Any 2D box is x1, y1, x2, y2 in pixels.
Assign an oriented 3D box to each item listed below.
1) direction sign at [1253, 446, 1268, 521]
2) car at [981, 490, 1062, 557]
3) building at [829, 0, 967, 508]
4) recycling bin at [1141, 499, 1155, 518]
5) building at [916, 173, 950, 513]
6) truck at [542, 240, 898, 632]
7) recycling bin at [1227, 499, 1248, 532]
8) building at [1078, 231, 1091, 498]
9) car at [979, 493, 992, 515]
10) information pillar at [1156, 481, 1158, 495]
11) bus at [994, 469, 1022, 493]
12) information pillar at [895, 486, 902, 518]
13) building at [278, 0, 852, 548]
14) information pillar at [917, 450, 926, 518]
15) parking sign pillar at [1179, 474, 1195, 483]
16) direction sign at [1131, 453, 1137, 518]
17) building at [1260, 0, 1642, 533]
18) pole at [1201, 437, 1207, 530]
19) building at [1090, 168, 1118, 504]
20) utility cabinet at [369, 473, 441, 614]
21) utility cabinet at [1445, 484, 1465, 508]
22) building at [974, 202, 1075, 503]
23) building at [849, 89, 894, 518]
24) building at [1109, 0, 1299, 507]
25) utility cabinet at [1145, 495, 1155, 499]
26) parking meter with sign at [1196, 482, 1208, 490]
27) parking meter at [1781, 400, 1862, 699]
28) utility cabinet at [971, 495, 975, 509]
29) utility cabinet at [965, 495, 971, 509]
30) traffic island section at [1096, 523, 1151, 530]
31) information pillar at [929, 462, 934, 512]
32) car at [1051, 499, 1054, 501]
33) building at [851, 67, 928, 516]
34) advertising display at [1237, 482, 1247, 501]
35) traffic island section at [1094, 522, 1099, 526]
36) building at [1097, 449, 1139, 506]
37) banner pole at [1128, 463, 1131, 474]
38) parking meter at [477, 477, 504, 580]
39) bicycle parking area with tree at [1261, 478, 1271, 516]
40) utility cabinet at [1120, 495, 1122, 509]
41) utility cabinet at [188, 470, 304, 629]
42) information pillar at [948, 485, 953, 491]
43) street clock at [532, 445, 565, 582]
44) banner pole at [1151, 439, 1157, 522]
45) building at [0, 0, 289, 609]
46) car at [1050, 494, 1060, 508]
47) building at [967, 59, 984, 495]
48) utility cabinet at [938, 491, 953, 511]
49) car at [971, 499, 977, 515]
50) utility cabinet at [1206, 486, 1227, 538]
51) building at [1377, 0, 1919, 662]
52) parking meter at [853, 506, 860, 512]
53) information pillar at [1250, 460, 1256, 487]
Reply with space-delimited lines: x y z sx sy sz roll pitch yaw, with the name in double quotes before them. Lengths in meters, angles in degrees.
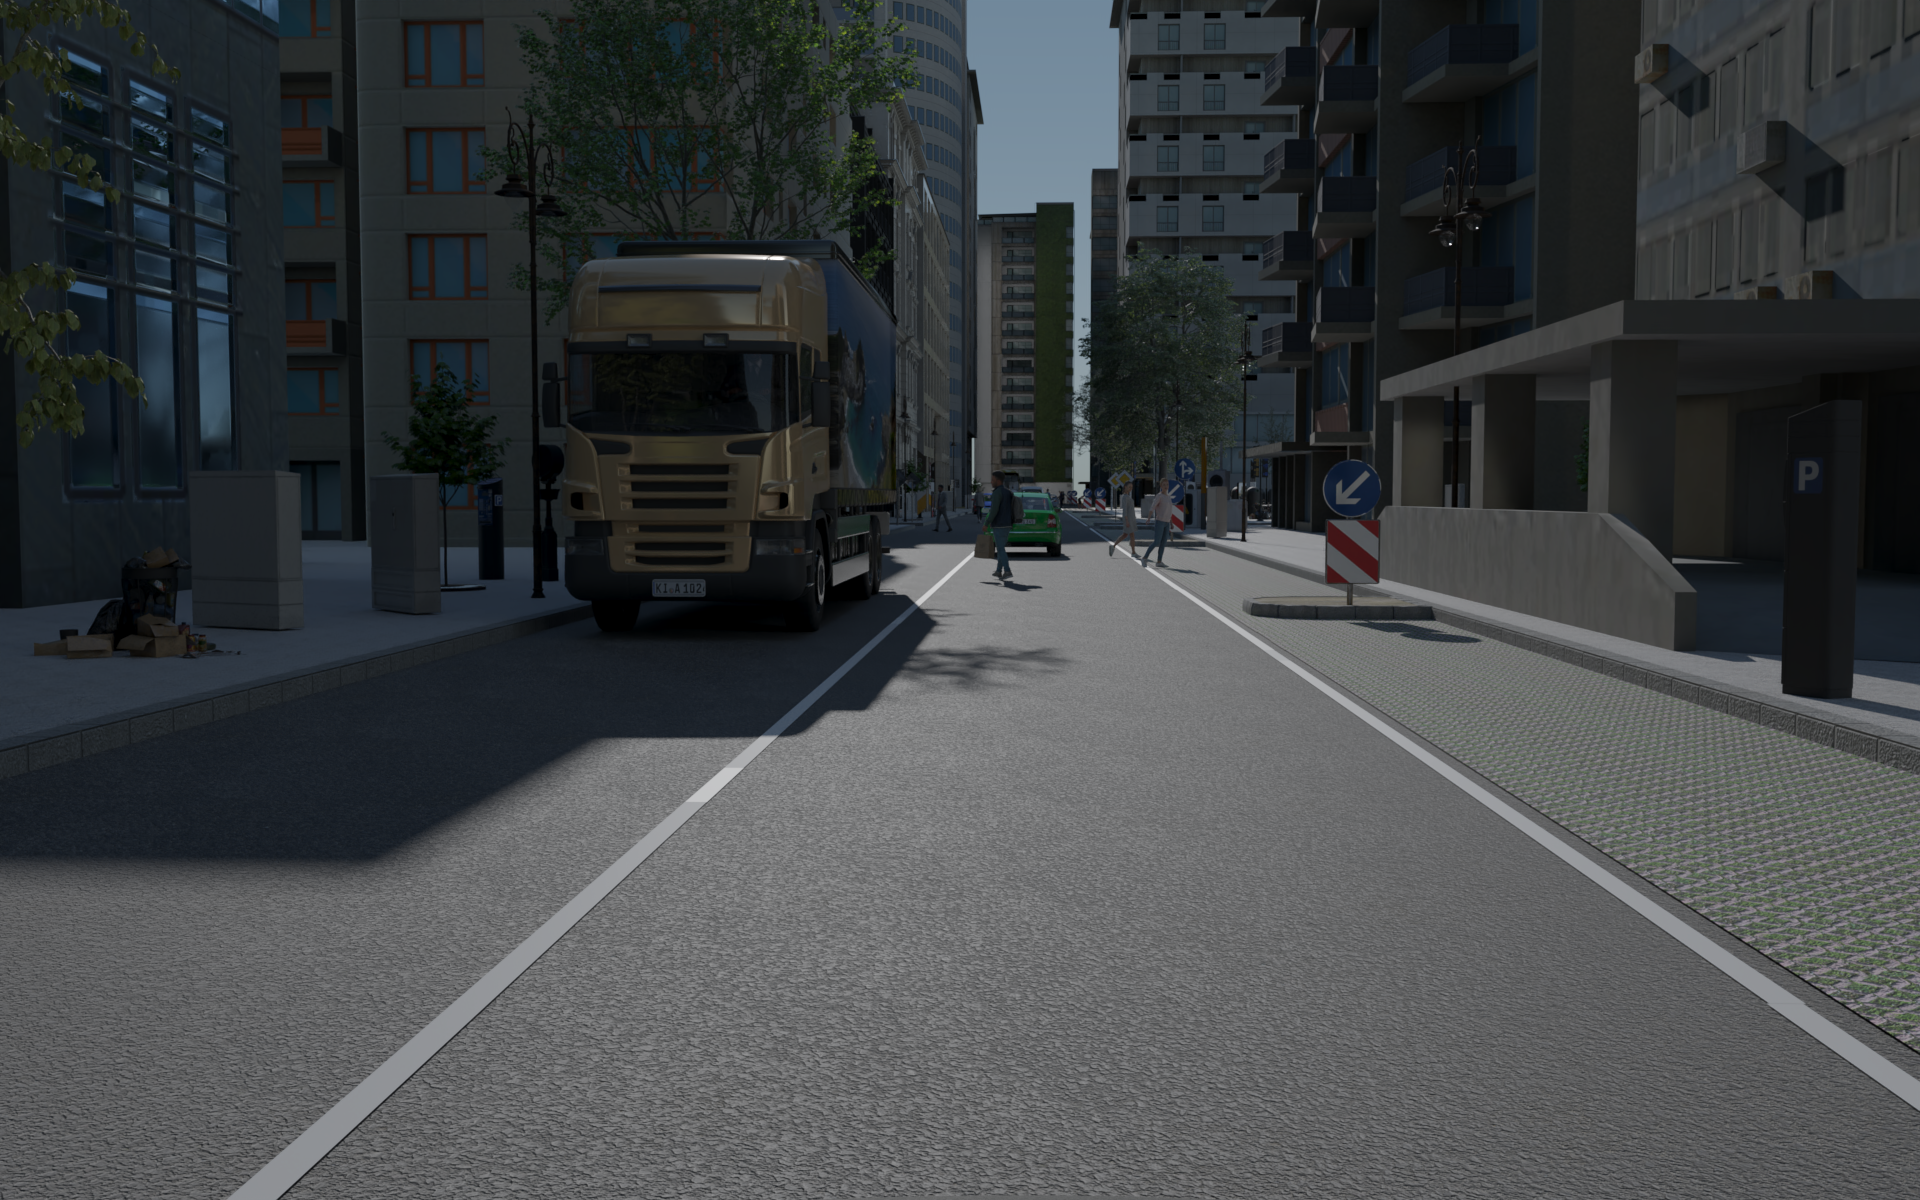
"direction sign" 14.190 -5.491 81.775 0.876 3.537 0.379 -2 4 -29
"car" 1.467 -1.975 41.086 1.959 1.807 4.718 0 4 1
"building" -10.412 -38.262 167.580 21.231 58.520 28.212 0 4 3
"recycling bin" 10.119 -4.920 92.996 0.722 1.027 0.722 1 4 15
"building" -11.309 -20.317 136.703 19.350 26.468 34.151 0 4 3
"truck" -2.464 -1.991 21.467 2.839 4.237 11.283 0 4 3
"recycling bin" 9.459 -2.860 59.310 0.722 1.027 0.722 1 4 14
"building" 31.472 -36.271 247.654 28.867 44.769 22.147 0 4 3
"car" 2.018 -6.217 111.241 1.945 1.707 3.694 0 4 1
"information pillar" 11.463 -5.837 99.932 0.304 2.012 0.304 -3 5 -42
"bus" 4.820 -11.329 176.774 2.896 3.916 12.252 0 4 2
"information pillar" -3.329 -5.471 93.947 0.304 2.012 0.304 2 4 31
"building" -19.310 -12.852 55.174 28.899 21.520 27.650 0 4 3
"information pillar" -2.028 -6.091 90.941 0.504 3.616 0.183 0 4 -5
"parking sign pillar" 18.431 -9.311 140.707 1.447 3.967 1.447 0 4 4
"direction sign" 9.435 -6.254 94.254 0.379 3.537 0.876 1 4 22
"building" 21.196 -24.390 53.401 22.147 44.769 28.867 0 4 3
"pole" 8.787 -4.194 62.419 0.158 3.312 0.155 0 3 0
"building" 23.508 -32.786 219.638 14.154 41.232 14.086 0 4 3
"utility cabinet" -6.028 -0.617 18.767 0.318 1.500 1.173 -3 5 -40
"utility cabinet" 10.619 -1.747 37.240 0.318 1.500 1.173 1 4 22
"building" 9.030 -34.324 244.787 14.086 41.232 14.154 0 4 3
"building" -10.147 -15.789 87.820 12.332 23.373 15.834 0 4 3
"building" 29.228 -35.354 167.276 28.713 52.752 27.495 0 4 3
"utility cabinet" 13.215 -6.647 119.841 0.306 1.237 1.020 -3 4 -37
"parking meter with sign" 15.497 -7.014 110.946 1.738 3.016 0.543 3 5 41
"parking meter" 5.452 -0.323 10.986 0.255 1.863 0.399 -1 4 -20
"utility cabinet" 1.058 -8.677 153.038 0.306 1.237 1.020 1 4 19
"utility cabinet" 0.587 -8.603 151.826 0.306 1.237 1.020 0 4 3
"traffic island section" 6.715 -2.953 70.555 2.009 0.180 2.903 0 4 3
"information pillar" -1.950 -7.985 121.915 0.504 3.616 0.183 -1 4 -16
"car" 5.551 -6.768 122.453 2.131 1.459 4.920 0 4 4
"building" -9.559 -19.567 107.313 14.401 28.519 23.554 0 4 3
"advertising display" 15.421 -5.479 94.790 0.123 1.923 0.974 3 4 36
"traffic island section" 7.083 -3.440 78.532 2.009 0.180 2.903 0 4 3
"building" 27.320 -53.999 195.556 22.319 86.520 31.000 0 4 3
"banner pole" 13.598 -9.172 139.972 0.401 3.779 0.863 -2 4 -24
"parking meter" -7.039 -1.075 25.986 0.372 1.533 0.369 0 3 0
"bicycle parking area with tree" 21.143 -7.237 105.328 8.231 4.147 9.016 0 4 6
"utility cabinet" 14.143 -8.589 151.588 0.306 1.237 1.020 0 4 4
"utility cabinet" -6.794 -0.478 16.502 1.173 1.500 0.318 2 4 27
"information pillar" -0.803 -8.301 140.220 0.304 2.012 0.304 2 4 35
"street clock" -6.037 -1.275 25.423 0.471 2.002 0.358 3 4 36
"banner pole" 8.867 -5.431 78.813 0.401 3.779 0.863 1 4 16
"building" -20.033 -42.570 8.690 22.319 86.520 31.000 0 4 3
"car" 8.367 -9.138 161.413 2.014 1.417 4.499 0 4 5
"building" -11.255 -38.264 214.847 27.495 52.752 28.713 0 4 3
"utility cabinet" -1.072 -7.432 130.188 1.173 1.500 0.318 0 4 6
"car" 1.886 -6.940 122.505 2.155 1.783 4.494 0 4 3
"utility cabinet" 7.515 -2.571 50.714 0.318 1.500 1.173 2 4 24
"building" 22.237 -20.013 19.090 32.217 40.220 23.993 0 4 3
"parking meter" -3.610 -3.130 59.589 0.372 1.533 0.369 0 3 0
"information pillar" 19.853 -7.708 117.376 0.183 3.616 0.504 -2 4 -33
